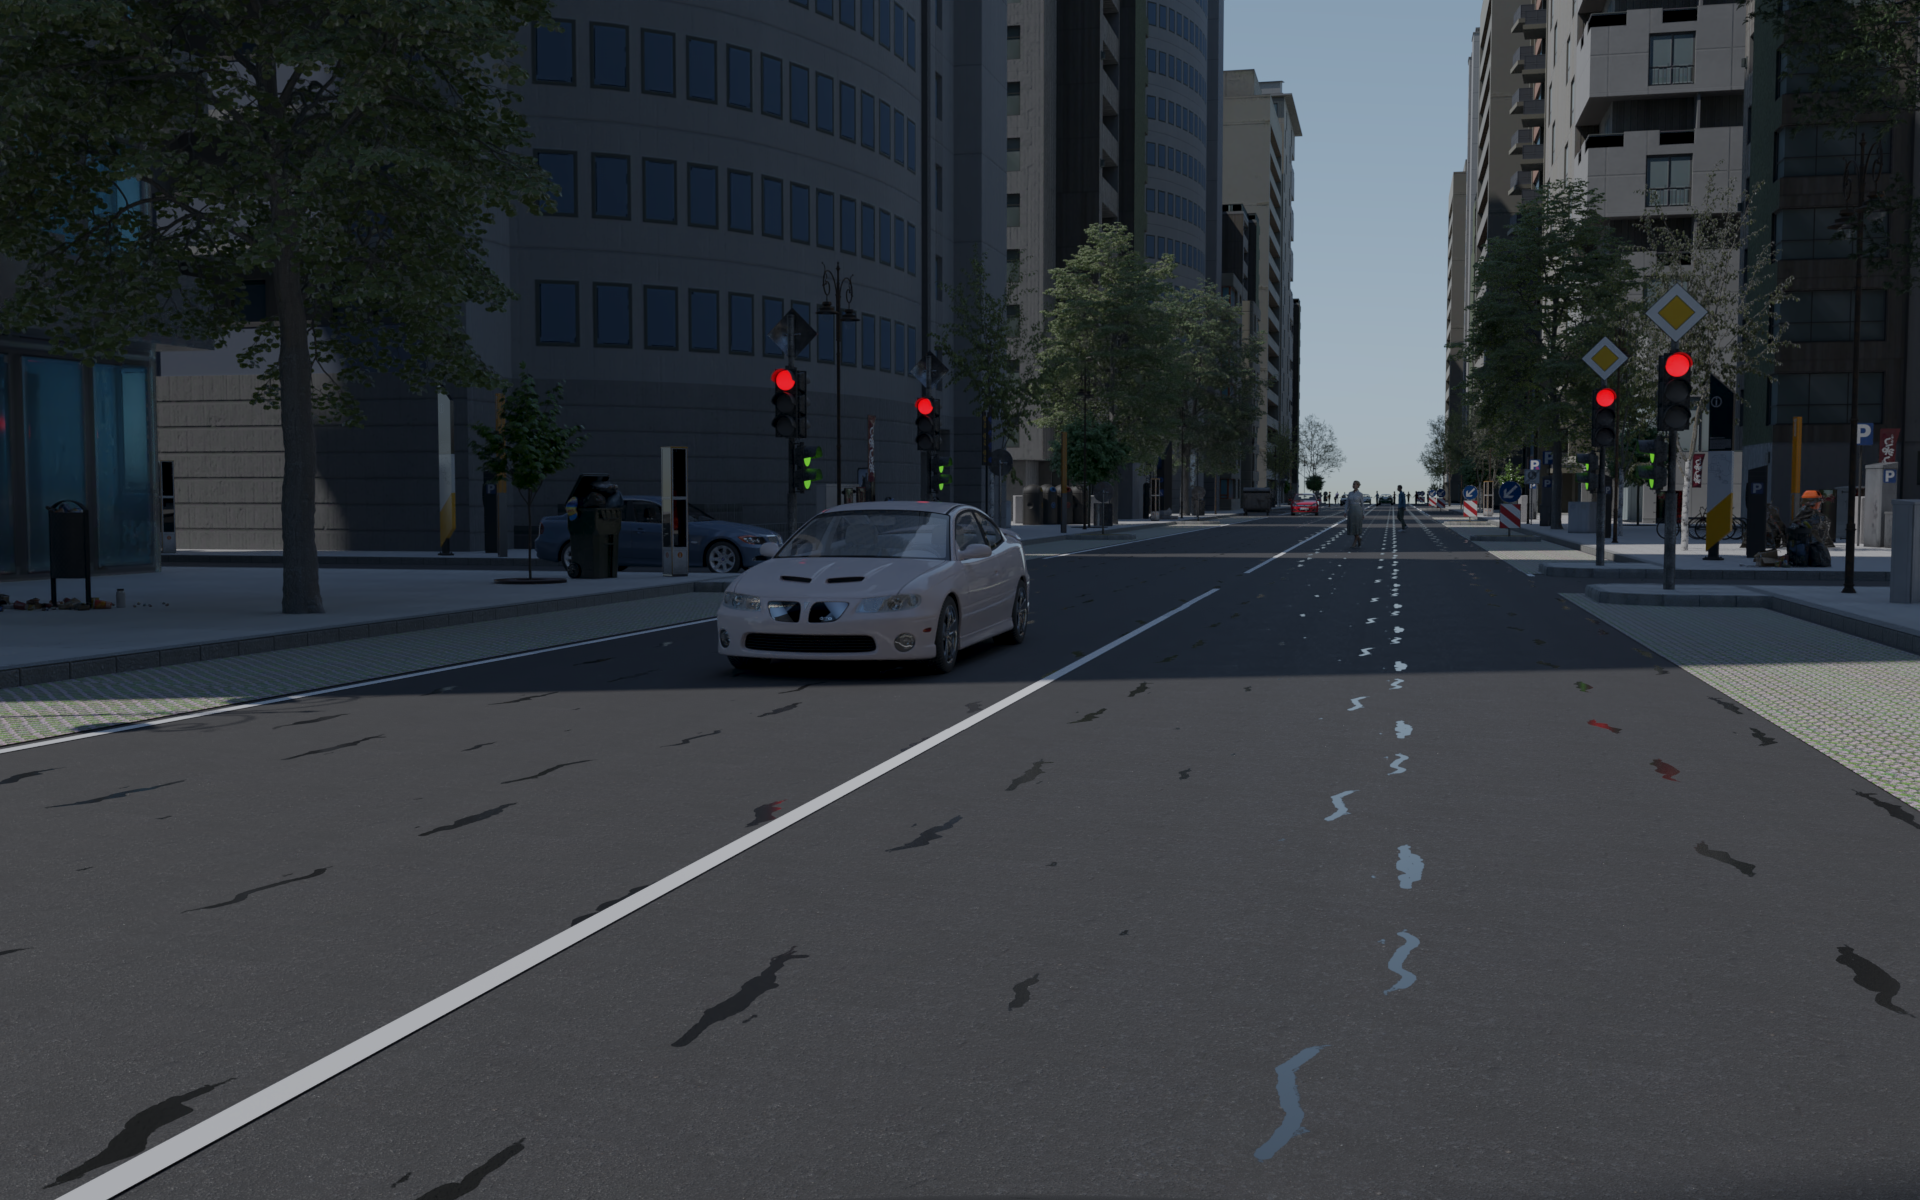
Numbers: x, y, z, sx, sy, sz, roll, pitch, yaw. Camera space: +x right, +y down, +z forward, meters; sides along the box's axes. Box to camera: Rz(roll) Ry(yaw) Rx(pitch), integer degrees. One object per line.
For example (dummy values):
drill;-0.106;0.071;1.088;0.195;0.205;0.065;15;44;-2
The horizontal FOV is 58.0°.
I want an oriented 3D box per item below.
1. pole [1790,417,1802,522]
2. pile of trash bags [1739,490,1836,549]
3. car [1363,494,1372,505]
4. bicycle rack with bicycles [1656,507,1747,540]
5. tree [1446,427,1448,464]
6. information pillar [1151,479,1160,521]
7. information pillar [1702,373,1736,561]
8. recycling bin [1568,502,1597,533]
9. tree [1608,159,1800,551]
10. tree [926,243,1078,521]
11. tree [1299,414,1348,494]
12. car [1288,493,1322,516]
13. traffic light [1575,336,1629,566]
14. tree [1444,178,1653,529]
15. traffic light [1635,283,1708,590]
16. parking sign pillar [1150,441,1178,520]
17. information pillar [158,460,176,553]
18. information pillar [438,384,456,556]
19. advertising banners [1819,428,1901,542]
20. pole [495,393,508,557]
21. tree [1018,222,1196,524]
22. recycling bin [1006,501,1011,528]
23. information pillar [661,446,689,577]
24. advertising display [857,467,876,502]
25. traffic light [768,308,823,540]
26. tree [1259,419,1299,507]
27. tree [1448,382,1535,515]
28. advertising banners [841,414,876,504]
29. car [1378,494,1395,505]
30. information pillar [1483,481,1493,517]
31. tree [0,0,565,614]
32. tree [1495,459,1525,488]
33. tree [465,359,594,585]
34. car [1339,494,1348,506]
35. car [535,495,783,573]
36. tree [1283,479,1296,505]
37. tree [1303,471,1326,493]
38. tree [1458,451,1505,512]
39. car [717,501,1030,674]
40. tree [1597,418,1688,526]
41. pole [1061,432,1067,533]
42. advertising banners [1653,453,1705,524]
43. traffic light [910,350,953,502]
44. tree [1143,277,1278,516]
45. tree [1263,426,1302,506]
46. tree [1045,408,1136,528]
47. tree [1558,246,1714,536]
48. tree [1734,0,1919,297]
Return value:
pole;22.083;-3.175;45.759;0.158;3.312;0.155;0;3;0
pile of trash bags;20.186;-1.963;41.850;1.912;1.369;3.447;3;5;39
car;55.590;-13.835;237.994;2.131;1.459;4.920;1;4;14
bicycle rack with bicycles;21.428;-2.179;49.012;2.925;0.926;2.852;2;4;30
tree;34.913;-10.123;115.871;4.360;8.622;3.978;0;3;0
information pillar;9.231;-4.734;81.900;0.304;2.012;0.304;3;5;45
information pillar;14.661;-2.572;33.413;0.183;3.616;0.504;-3;5;-41
recycling bin;20.478;-2.716;56.962;0.722;1.027;0.722;3;5;42
tree;16.639;-5.437;39.265;4.360;8.622;3.978;0;3;0
tree;1.185;-6.189;51.557;4.737;8.622;4.395;0;3;0
tree;53.426;-21.509;262.034;12.009;13.543;11.850;0;3;0
car;22.949;-6.492;115.189;2.155;1.783;4.494;1;4;12
traffic light;11.454;-2.569;30.932;0.839;4.253;0.868;1;4;14
tree;21.441;-8.862;63.018;7.486;12.596;7.792;0;3;0
traffic light;9.518;-2.096;23.184;0.839;4.253;0.868;1;4;14
parking sign pillar;10.343;-6.068;87.681;1.447;3.967;1.447;2;4;25
information pillar;-17.215;-2.020;37.524;0.304;2.012;0.304;3;5;43
information pillar;-10.675;-2.731;36.002;0.504;3.616;0.183;3;5;43
advertising banners;23.785;-3.041;45.911;2.074;3.025;0.090;0;4;8
pole;-9.317;-2.528;35.183;0.158;3.312;0.155;0;3;0
tree;6.289;-9.490;73.286;7.486;12.596;7.792;0;3;0
recycling bin;1.447;-3.214;65.099;0.722;1.027;0.722;-2;4;-32
information pillar;-4.434;-1.373;26.935;0.304;2.012;0.304;-3;5;-40
advertising display;-2.267;-2.246;41.937;0.123;1.923;0.974;-1;4;-23
traffic light;-2.528;-2.278;26.166;0.839;4.253;0.868;1;4;14
tree;31.681;-13.529;171.566;4.360;8.622;3.978;0;3;0
tree;33.278;-9.622;107.683;4.360;8.622;3.978;0;3;0
advertising banners;-2.167;-2.532;37.584;0.090;3.025;2.074;1;4;17
car;54.633;-12.863;222.114;2.131;1.459;4.920;1;4;16
information pillar;30.458;-5.849;100.130;0.304;2.012;0.304;2;4;29
tree;-7.278;-6.106;17.965;7.486;12.596;7.792;0;3;0
tree;30.107;-6.141;95.012;1.663;3.219;1.824;0;3;0
tree;-6.353;-1.859;24.989;1.663;3.219;1.824;0;3;0
car;47.169;-12.288;210.694;2.009;1.686;4.222;1;4;15
car;-5.353;-1.168;31.095;4.499;1.417;2.014;1;4;14
tree;38.835;-12.900;205.513;1.663;3.219;1.824;0;3;0
tree;51.519;-16.372;251.392;4.285;4.588;4.351;0;3;0
tree;37.699;-8.660;125.303;4.285;4.588;4.351;0;3;0
car;-0.613;-0.191;15.481;2.083;1.381;4.827;1;4;14
tree;27.532;-5.276;69.980;4.285;4.588;4.351;0;3;0
pole;3.408;-3.854;56.852;0.158;3.312;0.155;0;3;0
advertising banners;31.072;-4.809;74.809;2.074;3.025;0.090;0;4;7
traffic light;-0.593;-2.752;33.914;0.839;4.253;0.868;1;4;14
tree;13.336;-11.915;101.468;9.857;13.997;8.962;0;3;0
tree;33.684;-14.190;182.363;4.737;8.622;4.395;0;3;0
tree;4.962;-5.031;65.963;4.285;4.588;4.351;0;3;0
tree;20.275;-6.233;52.280;4.737;8.622;4.395;0;3;0
tree;10.622;-4.898;14.495;8.767;10.594;7.601;2;4;28
